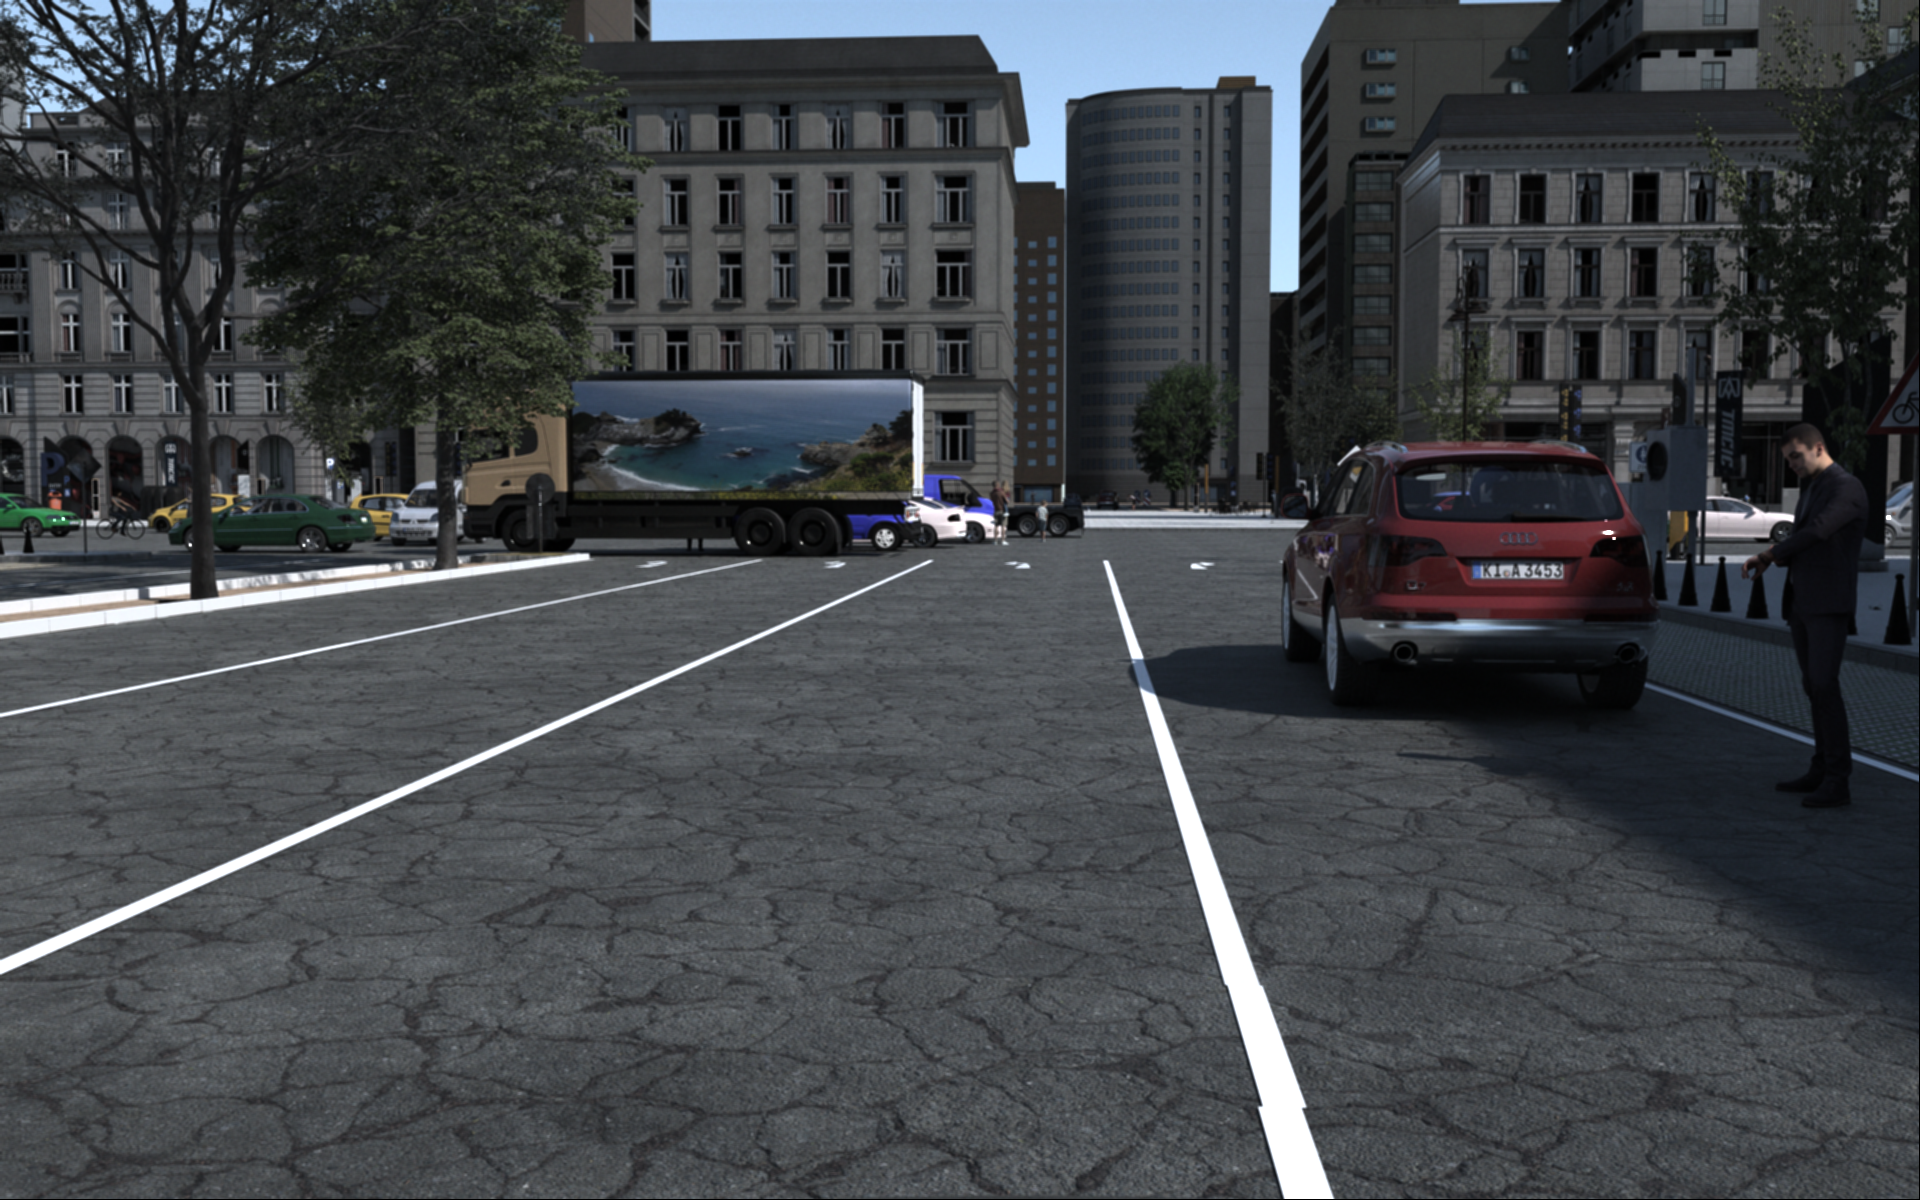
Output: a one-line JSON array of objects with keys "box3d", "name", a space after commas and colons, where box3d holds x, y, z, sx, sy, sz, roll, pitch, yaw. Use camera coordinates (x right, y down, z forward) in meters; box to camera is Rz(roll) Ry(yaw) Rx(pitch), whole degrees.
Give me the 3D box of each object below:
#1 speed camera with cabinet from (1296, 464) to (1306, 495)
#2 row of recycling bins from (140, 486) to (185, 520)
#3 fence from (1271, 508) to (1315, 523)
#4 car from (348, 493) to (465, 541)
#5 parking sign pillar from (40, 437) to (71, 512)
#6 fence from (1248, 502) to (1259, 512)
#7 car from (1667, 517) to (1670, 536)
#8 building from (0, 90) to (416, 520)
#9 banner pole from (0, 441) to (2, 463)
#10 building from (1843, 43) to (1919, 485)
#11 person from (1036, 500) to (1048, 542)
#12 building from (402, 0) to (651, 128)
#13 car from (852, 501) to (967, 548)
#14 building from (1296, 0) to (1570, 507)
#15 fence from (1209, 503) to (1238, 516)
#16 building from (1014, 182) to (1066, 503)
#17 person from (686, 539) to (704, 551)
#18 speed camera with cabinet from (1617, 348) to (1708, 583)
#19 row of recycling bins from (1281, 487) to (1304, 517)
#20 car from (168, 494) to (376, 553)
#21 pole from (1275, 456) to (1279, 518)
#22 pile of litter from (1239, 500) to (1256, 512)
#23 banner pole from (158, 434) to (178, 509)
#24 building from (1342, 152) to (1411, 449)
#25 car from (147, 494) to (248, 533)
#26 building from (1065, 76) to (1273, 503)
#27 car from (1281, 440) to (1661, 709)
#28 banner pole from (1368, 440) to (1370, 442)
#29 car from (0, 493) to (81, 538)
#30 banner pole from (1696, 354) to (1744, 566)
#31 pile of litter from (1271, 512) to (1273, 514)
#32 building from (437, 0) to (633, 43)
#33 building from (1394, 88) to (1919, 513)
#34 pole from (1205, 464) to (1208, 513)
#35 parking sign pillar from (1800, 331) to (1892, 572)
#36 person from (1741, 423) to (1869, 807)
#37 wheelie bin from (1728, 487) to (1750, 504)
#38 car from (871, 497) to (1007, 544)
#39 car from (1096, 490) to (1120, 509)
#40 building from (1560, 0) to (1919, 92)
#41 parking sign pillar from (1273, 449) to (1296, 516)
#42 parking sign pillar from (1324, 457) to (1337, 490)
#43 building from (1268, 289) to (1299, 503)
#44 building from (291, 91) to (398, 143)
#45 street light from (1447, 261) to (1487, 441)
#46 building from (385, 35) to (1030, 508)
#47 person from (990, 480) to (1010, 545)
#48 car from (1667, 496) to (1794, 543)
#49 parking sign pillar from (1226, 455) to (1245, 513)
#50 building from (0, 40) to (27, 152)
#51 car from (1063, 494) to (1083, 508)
[{"box3d": [21.343, -7.187, 111.840, 2.038, 3.252, 0.660, -2, 4, -24], "name": "speed camera with cabinet"}, {"box3d": [-38.582, -4.687, 83.750, 3.534, 1.692, 1.069, 3, 5, 41], "name": "row of recycling bins"}, {"box3d": [14.679, -3.722, 76.229, 2.069, 0.683, 0.278, 2, 4, 30], "name": "fence"}, {"box3d": [-16.733, -2.589, 52.553, 3.980, 1.641, 2.015, 0, 4, 5], "name": "car"}, {"box3d": [-42.243, -5.652, 80.879, 1.447, 3.967, 1.447, 1, 4, 15], "name": "parking sign pillar"}, {"box3d": [21.204, -6.690, 124.750, 0.278, 0.683, 2.069, 0, 4, -8], "name": "fence"}, {"box3d": [17.562, -2.284, 49.145, 4.920, 1.459, 2.131, 0, 4, 4], "name": "car"}, {"box3d": [-38.691, -15.269, 91.454, 24.055, 21.916, 13.314, 0, 4, 4], "name": "building"}, {"box3d": [-45.195, -5.587, 81.361, 0.401, 3.779, 0.863, 0, 4, 7], "name": "banner pole"}, {"box3d": [59.341, -15.406, 85.171, 30.059, 22.955, 16.112, 0, 4, 4], "name": "building"}, {"box3d": [2.470, -2.389, 52.241, 0.332, 1.250, 0.352, 3, 4, 37], "name": "person"}, {"box3d": [-37.090, -44.026, 158.080, 20.563, 71.187, 20.611, 0, 4, 4], "name": "building"}, {"box3d": [-2.231, -2.093, 46.582, 4.827, 1.381, 2.083, 0, 4, 5], "name": "car"}, {"box3d": [44.643, -33.199, 166.499, 21.300, 48.544, 21.600, 0, 4, 4], "name": "building"}, {"box3d": [15.498, -5.278, 101.672, 0.278, 0.683, 2.069, -3, 5, -43], "name": "fence"}, {"box3d": [7.839, -36.516, 247.155, 14.200, 45.320, 14.600, 0, 4, 4], "name": "building"}, {"box3d": [-6.695, -2.125, 43.775, 0.617, 1.759, 0.750, 0, 4, -6], "name": "person"}, {"box3d": [9.651, -1.825, 24.178, 0.660, 3.252, 2.038, 0, 4, -5], "name": "speed camera with cabinet"}, {"box3d": [19.110, -5.644, 99.398, 1.069, 1.692, 3.534, 1, 4, 20], "name": "row of recycling bins"}, {"box3d": [-16.962, -1.888, 42.666, 4.920, 1.459, 2.131, 0, 4, 3], "name": "car"}, {"box3d": [16.941, -6.034, 92.495, 0.158, 3.312, 0.155, 0, 3, 0], "name": "pole"}, {"box3d": [21.250, -6.944, 127.502, 1.719, 0.858, 1.176, -2, 4, -31], "name": "pile of litter"}, {"box3d": [-32.986, -5.019, 72.077, 0.863, 3.779, 0.401, -1, 4, -22], "name": "banner pole"}, {"box3d": [39.874, -23.072, 148.935, 14.160, 30.474, 14.107, 0, 4, 4], "name": "building"}, {"box3d": [-28.115, -3.311, 64.359, 3.980, 1.641, 2.015, 0, 4, 6], "name": "car"}, {"box3d": [29.214, -43.202, 248.354, 28.212, 58.520, 21.231, 0, 4, 4], "name": "building"}, {"box3d": [3.655, -0.275, 13.176, 2.281, 1.827, 5.304, 0, 4, 5], "name": "car"}, {"box3d": [18.918, -5.474, 79.520, 0.401, 3.779, 0.863, -2, 4, -31], "name": "banner pole"}, {"box3d": [-31.780, -2.992, 57.709, 4.718, 1.807, 1.959, 0, 4, 4], "name": "car"}, {"box3d": [13.577, -2.508, 31.017, 0.863, 3.779, 0.401, 3, 5, 41], "name": "banner pole"}, {"box3d": [20.456, -5.848, 109.583, 1.719, 0.858, 1.176, 3, 4, 36], "name": "pile of litter"}, {"box3d": [-34.974, -29.992, 140.486, 14.600, 45.320, 14.200, 0, 4, 4], "name": "building"}, {"box3d": [23.975, -14.328, 85.170, 40.483, 20.767, 10.553, 0, 4, 4], "name": "building"}, {"box3d": [16.720, -7.570, 117.614, 0.158, 3.312, 0.155, 0, 3, 0], "name": "pole"}, {"box3d": [14.790, -2.478, 28.984, 1.447, 3.967, 1.447, 2, 4, 26], "name": "parking sign pillar"}, {"box3d": [3.974, 0.047, 8.188, 0.568, 1.767, 0.683, 0, 4, 1], "name": "person"}, {"box3d": [34.025, -4.142, 75.629, 0.980, 1.594, 0.693, 3, 5, 45], "name": "wheelie bin"}, {"box3d": [-1.035, -2.364, 51.019, 4.827, 1.381, 2.083, 0, 4, 5], "name": "car"}, {"box3d": [14.130, -9.600, 165.627, 2.281, 1.827, 5.304, 0, 4, 4], "name": "car"}, {"box3d": [70.108, -35.012, 161.686, 27.495, 52.752, 28.713, 0, 4, 4], "name": "building"}, {"box3d": [19.453, -7.031, 103.424, 1.447, 3.967, 1.447, -3, 4, -36], "name": "parking sign pillar"}, {"box3d": [27.186, -8.411, 125.998, 1.447, 3.967, 1.447, 1, 4, 18], "name": "parking sign pillar"}, {"box3d": [50.069, -28.899, 244.198, 14.107, 30.474, 14.160, 0, 4, 4], "name": "building"}, {"box3d": [-60.815, -30.301, 179.013, 14.086, 41.232, 14.154, 0, 4, 4], "name": "building"}, {"box3d": [10.068, -3.776, 34.520, 0.468, 5.910, 1.993, 0, 4, 4], "name": "street light"}, {"box3d": [-11.700, -15.672, 89.525, 30.059, 22.955, 16.112, 0, 4, 4], "name": "building"}, {"box3d": [1.168, -2.478, 48.989, 0.580, 1.828, 0.573, -1, 4, -20], "name": "person"}, {"box3d": [22.623, -2.389, 51.424, 4.827, 1.381, 2.083, 0, 4, 6], "name": "car"}, {"box3d": [18.934, -8.005, 119.356, 1.447, 3.967, 1.447, 1, 4, 17], "name": "parking sign pillar"}, {"box3d": [-66.331, -19.180, 91.079, 29.804, 29.767, 11.434, 0, 4, 4], "name": "building"}, {"box3d": [11.014, -9.618, 169.254, 2.014, 1.417, 4.499, 0, 4, 6], "name": "car"}]
